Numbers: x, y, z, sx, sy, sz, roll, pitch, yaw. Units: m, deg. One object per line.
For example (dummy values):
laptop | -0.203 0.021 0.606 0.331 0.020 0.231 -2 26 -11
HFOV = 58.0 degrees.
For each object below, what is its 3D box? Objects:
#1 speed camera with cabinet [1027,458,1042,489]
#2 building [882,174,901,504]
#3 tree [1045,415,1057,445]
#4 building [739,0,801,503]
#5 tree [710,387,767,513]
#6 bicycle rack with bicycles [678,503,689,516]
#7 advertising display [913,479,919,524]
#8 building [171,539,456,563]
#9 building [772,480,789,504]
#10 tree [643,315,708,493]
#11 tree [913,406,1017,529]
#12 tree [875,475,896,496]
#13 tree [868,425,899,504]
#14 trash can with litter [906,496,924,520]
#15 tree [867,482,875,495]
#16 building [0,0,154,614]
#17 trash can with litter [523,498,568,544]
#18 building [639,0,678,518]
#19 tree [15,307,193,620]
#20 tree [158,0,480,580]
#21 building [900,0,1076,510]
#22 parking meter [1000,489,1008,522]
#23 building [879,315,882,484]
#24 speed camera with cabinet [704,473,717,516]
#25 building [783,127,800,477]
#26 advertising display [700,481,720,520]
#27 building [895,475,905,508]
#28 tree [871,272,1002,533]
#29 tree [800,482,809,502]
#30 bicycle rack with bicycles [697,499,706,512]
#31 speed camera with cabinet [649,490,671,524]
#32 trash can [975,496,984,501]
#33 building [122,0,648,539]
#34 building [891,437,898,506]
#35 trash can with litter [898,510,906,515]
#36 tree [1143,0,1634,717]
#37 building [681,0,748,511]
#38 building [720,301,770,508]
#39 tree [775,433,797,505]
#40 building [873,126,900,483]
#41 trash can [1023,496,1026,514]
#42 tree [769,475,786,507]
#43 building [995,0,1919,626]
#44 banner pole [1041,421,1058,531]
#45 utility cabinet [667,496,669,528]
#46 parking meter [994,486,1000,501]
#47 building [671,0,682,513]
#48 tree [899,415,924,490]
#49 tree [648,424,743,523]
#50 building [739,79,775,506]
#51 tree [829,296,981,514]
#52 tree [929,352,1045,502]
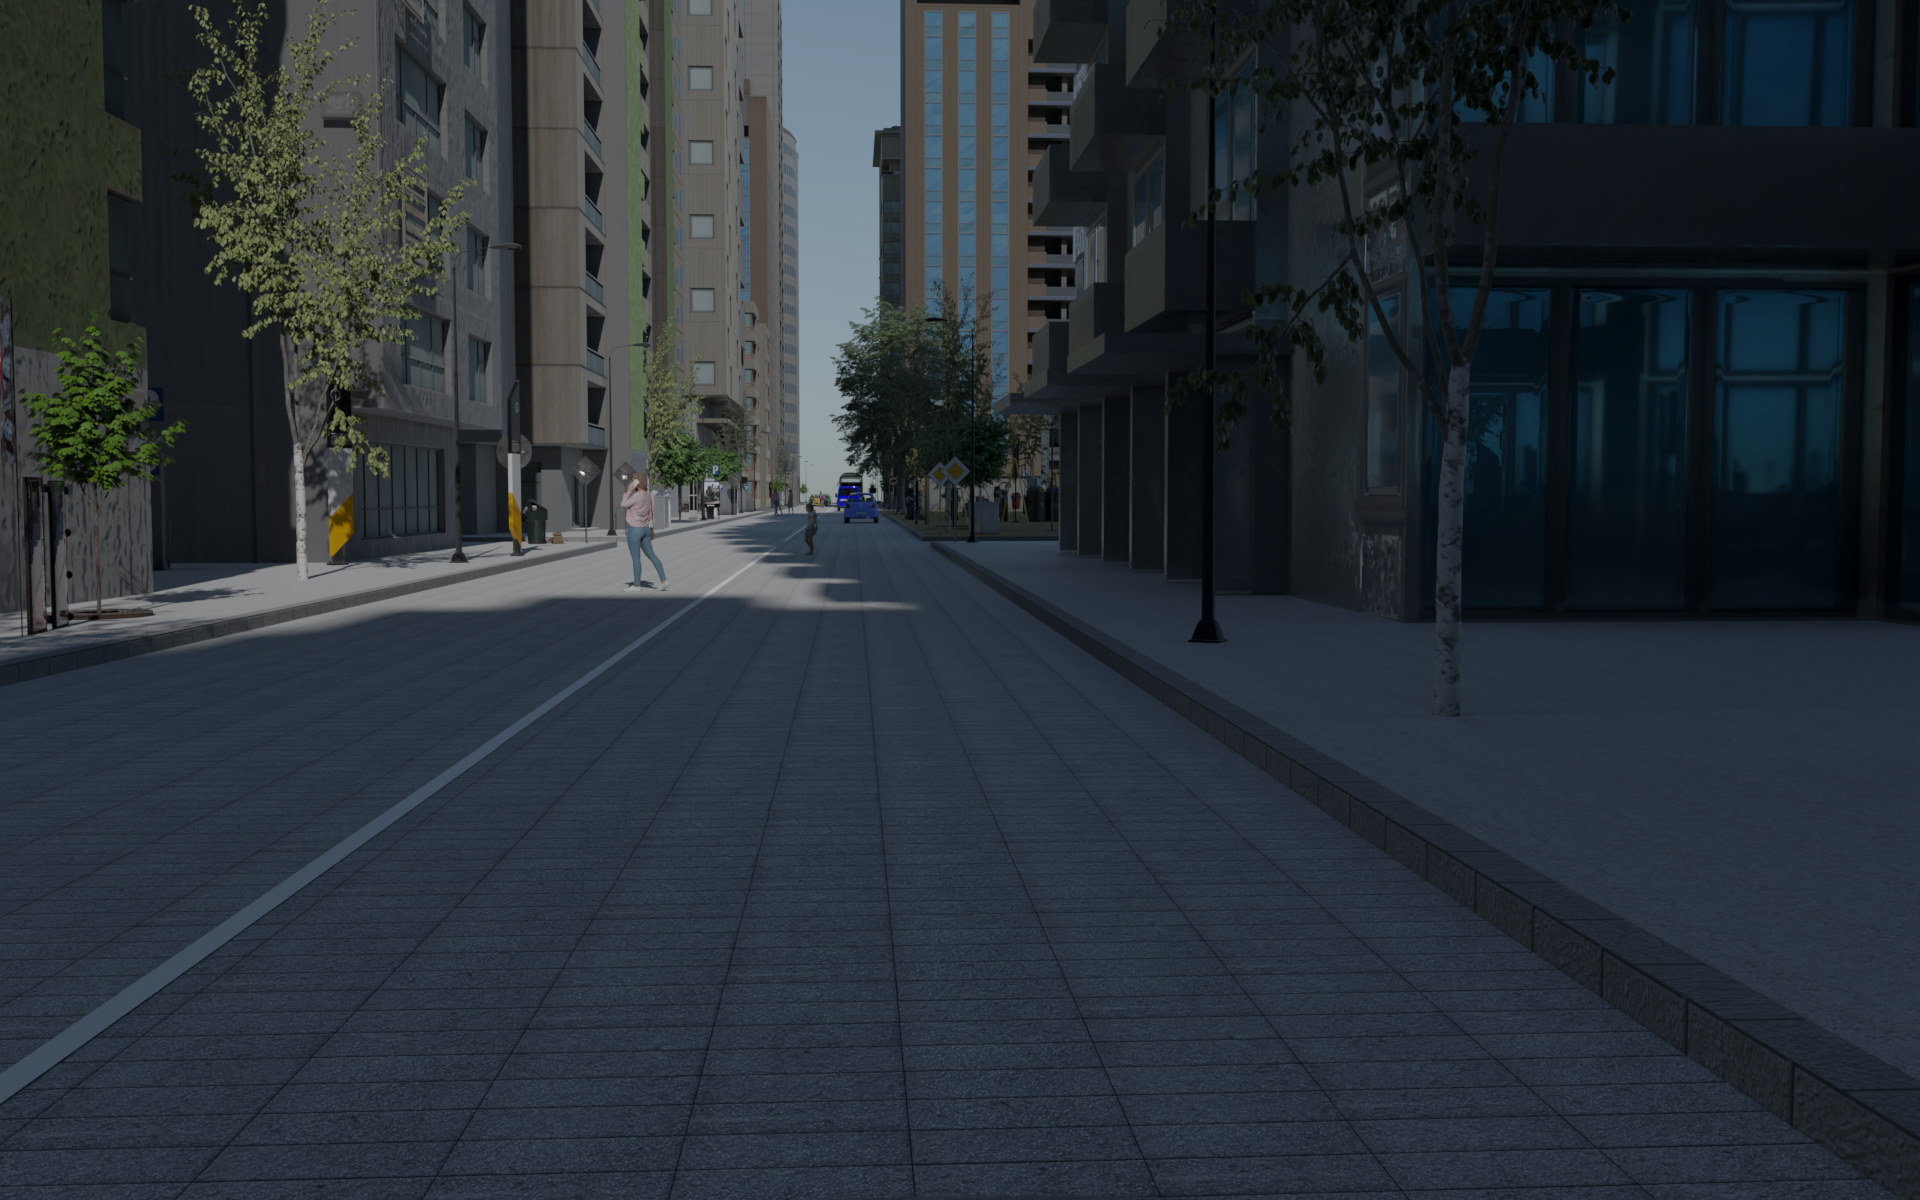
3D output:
speed camera with cabinet | 4.714 -6.193 95.588 2.038 3.252 0.660 3 4 36
building | -3.021 -33.048 223.932 14.154 41.232 14.086 0 4 -4
tree | 3.856 -9.150 99.969 4.737 8.622 4.395 0 3 0
building | -33.200 -49.354 245.193 20.563 71.187 20.611 0 4 -4
tree | -15.297 -10.330 119.264 4.360 8.622 3.978 0 3 0
bicycle rack with bicycles | -18.072 -5.434 102.231 2.852 0.926 2.925 -2 4 -35
advertising display | -1.881 -4.206 73.986 0.123 1.923 0.974 0 4 -7
building | -18.011 -21.646 37.504 14.086 41.232 14.154 0 4 -4
building | -38.520 -32.484 222.987 32.217 40.220 23.993 0 4 -4
tree | -12.453 -7.323 70.088 4.737 8.622 4.395 0 3 0
tree | -0.180 -5.180 68.404 4.285 4.588 4.351 0 3 0
tree | -6.642 -10.012 158.291 1.663 3.219 1.824 0 3 0
tree | -3.566 -10.944 129.302 4.737 8.622 4.395 0 3 0
trash can with litter | -2.115 -4.717 88.511 0.624 1.170 1.055 -2 4 -30
tree | -13.812 -17.115 274.437 1.663 3.219 1.824 0 3 0
building | -17.076 -14.840 14.344 14.160 30.474 14.107 0 4 -4
trash can with litter | -10.670 -2.031 44.587 1.055 1.170 0.624 -2 4 -24
building | -22.368 -19.399 88.867 14.160 30.474 14.107 0 4 -4
tree | -8.909 -1.439 18.122 1.663 3.219 1.824 0 3 0
tree | -9.659 -4.610 25.735 4.737 8.622 4.395 0 3 0
building | 2.236 -30.071 141.768 14.600 45.320 14.200 0 4 -4
parking meter | 2.040 -4.387 80.132 0.372 1.533 0.369 0 3 0
building | -1.649 -37.856 273.572 22.147 44.769 28.867 0 4 -4
speed camera with cabinet | -14.453 -6.489 100.438 0.660 3.252 2.038 -1 4 -12
building | -36.031 -44.515 269.816 21.231 58.520 28.212 0 4 -4
advertising display | -12.564 -5.012 87.154 0.974 1.923 0.123 -1 4 -15
building | 10.218 -28.724 161.517 32.217 40.220 23.993 0 4 -4
tree | -0.528 -6.551 57.475 4.360 8.622 3.978 0 3 0
tree | -23.880 -16.575 265.608 1.663 3.219 1.824 0 3 0
bicycle rack with bicycles | -18.969 -6.606 121.397 2.852 0.926 2.925 3 5 43
speed camera with cabinet | -13.367 -4.875 74.041 0.660 3.252 2.038 3 5 43
trash can | 1.435 -7.033 126.634 0.748 1.137 0.748 0 3 0
building | -18.758 -22.968 59.120 14.154 41.232 14.086 0 4 -4
building | 3.983 -53.489 187.215 22.319 86.520 31.000 0 4 -4
trash can with litter | -3.314 -5.916 108.110 1.055 1.170 0.624 -1 4 -16
tree | 2.775 -3.650 10.033 4.360 8.622 3.978 0 3 0
building | -31.553 -33.685 139.984 28.713 52.752 27.495 0 4 -4
building | -33.142 -19.816 169.037 27.650 21.520 28.899 0 4 -4
tree | -20.943 -15.520 204.111 4.360 8.622 3.978 0 3 0
building | 2.214 -40.131 245.385 28.713 52.752 27.495 0 4 -4
trash can | 4.268 -5.991 109.611 0.748 1.137 0.748 0 3 0
tree | -18.592 -11.179 177.370 1.663 3.219 1.824 0 3 0
building | 13.139 -25.051 29.189 23.786 49.044 30.456 0 4 -4
banner pole | 3.024 -4.252 59.540 0.401 3.779 0.863 3 5 41
utility cabinet | -11.217 -3.321 65.461 0.306 1.237 1.020 0 4 -2
parking meter | 2.445 -6.693 115.145 0.399 1.863 0.255 -1 4 -10
building | -25.315 -28.151 110.386 14.600 45.320 14.200 0 4 -4
tree | -1.173 -10.534 122.593 4.737 8.622 4.395 0 3 0
tree | -12.724 -5.771 78.068 4.285 4.588 4.351 0 3 0
building | -27.786 -33.080 190.963 14.600 45.320 14.200 0 4 -4
tree | -3.730 -12.578 112.298 9.857 13.997 8.962 0 3 0
tree | 1.257 -8.465 88.762 4.737 8.622 4.395 0 3 0
